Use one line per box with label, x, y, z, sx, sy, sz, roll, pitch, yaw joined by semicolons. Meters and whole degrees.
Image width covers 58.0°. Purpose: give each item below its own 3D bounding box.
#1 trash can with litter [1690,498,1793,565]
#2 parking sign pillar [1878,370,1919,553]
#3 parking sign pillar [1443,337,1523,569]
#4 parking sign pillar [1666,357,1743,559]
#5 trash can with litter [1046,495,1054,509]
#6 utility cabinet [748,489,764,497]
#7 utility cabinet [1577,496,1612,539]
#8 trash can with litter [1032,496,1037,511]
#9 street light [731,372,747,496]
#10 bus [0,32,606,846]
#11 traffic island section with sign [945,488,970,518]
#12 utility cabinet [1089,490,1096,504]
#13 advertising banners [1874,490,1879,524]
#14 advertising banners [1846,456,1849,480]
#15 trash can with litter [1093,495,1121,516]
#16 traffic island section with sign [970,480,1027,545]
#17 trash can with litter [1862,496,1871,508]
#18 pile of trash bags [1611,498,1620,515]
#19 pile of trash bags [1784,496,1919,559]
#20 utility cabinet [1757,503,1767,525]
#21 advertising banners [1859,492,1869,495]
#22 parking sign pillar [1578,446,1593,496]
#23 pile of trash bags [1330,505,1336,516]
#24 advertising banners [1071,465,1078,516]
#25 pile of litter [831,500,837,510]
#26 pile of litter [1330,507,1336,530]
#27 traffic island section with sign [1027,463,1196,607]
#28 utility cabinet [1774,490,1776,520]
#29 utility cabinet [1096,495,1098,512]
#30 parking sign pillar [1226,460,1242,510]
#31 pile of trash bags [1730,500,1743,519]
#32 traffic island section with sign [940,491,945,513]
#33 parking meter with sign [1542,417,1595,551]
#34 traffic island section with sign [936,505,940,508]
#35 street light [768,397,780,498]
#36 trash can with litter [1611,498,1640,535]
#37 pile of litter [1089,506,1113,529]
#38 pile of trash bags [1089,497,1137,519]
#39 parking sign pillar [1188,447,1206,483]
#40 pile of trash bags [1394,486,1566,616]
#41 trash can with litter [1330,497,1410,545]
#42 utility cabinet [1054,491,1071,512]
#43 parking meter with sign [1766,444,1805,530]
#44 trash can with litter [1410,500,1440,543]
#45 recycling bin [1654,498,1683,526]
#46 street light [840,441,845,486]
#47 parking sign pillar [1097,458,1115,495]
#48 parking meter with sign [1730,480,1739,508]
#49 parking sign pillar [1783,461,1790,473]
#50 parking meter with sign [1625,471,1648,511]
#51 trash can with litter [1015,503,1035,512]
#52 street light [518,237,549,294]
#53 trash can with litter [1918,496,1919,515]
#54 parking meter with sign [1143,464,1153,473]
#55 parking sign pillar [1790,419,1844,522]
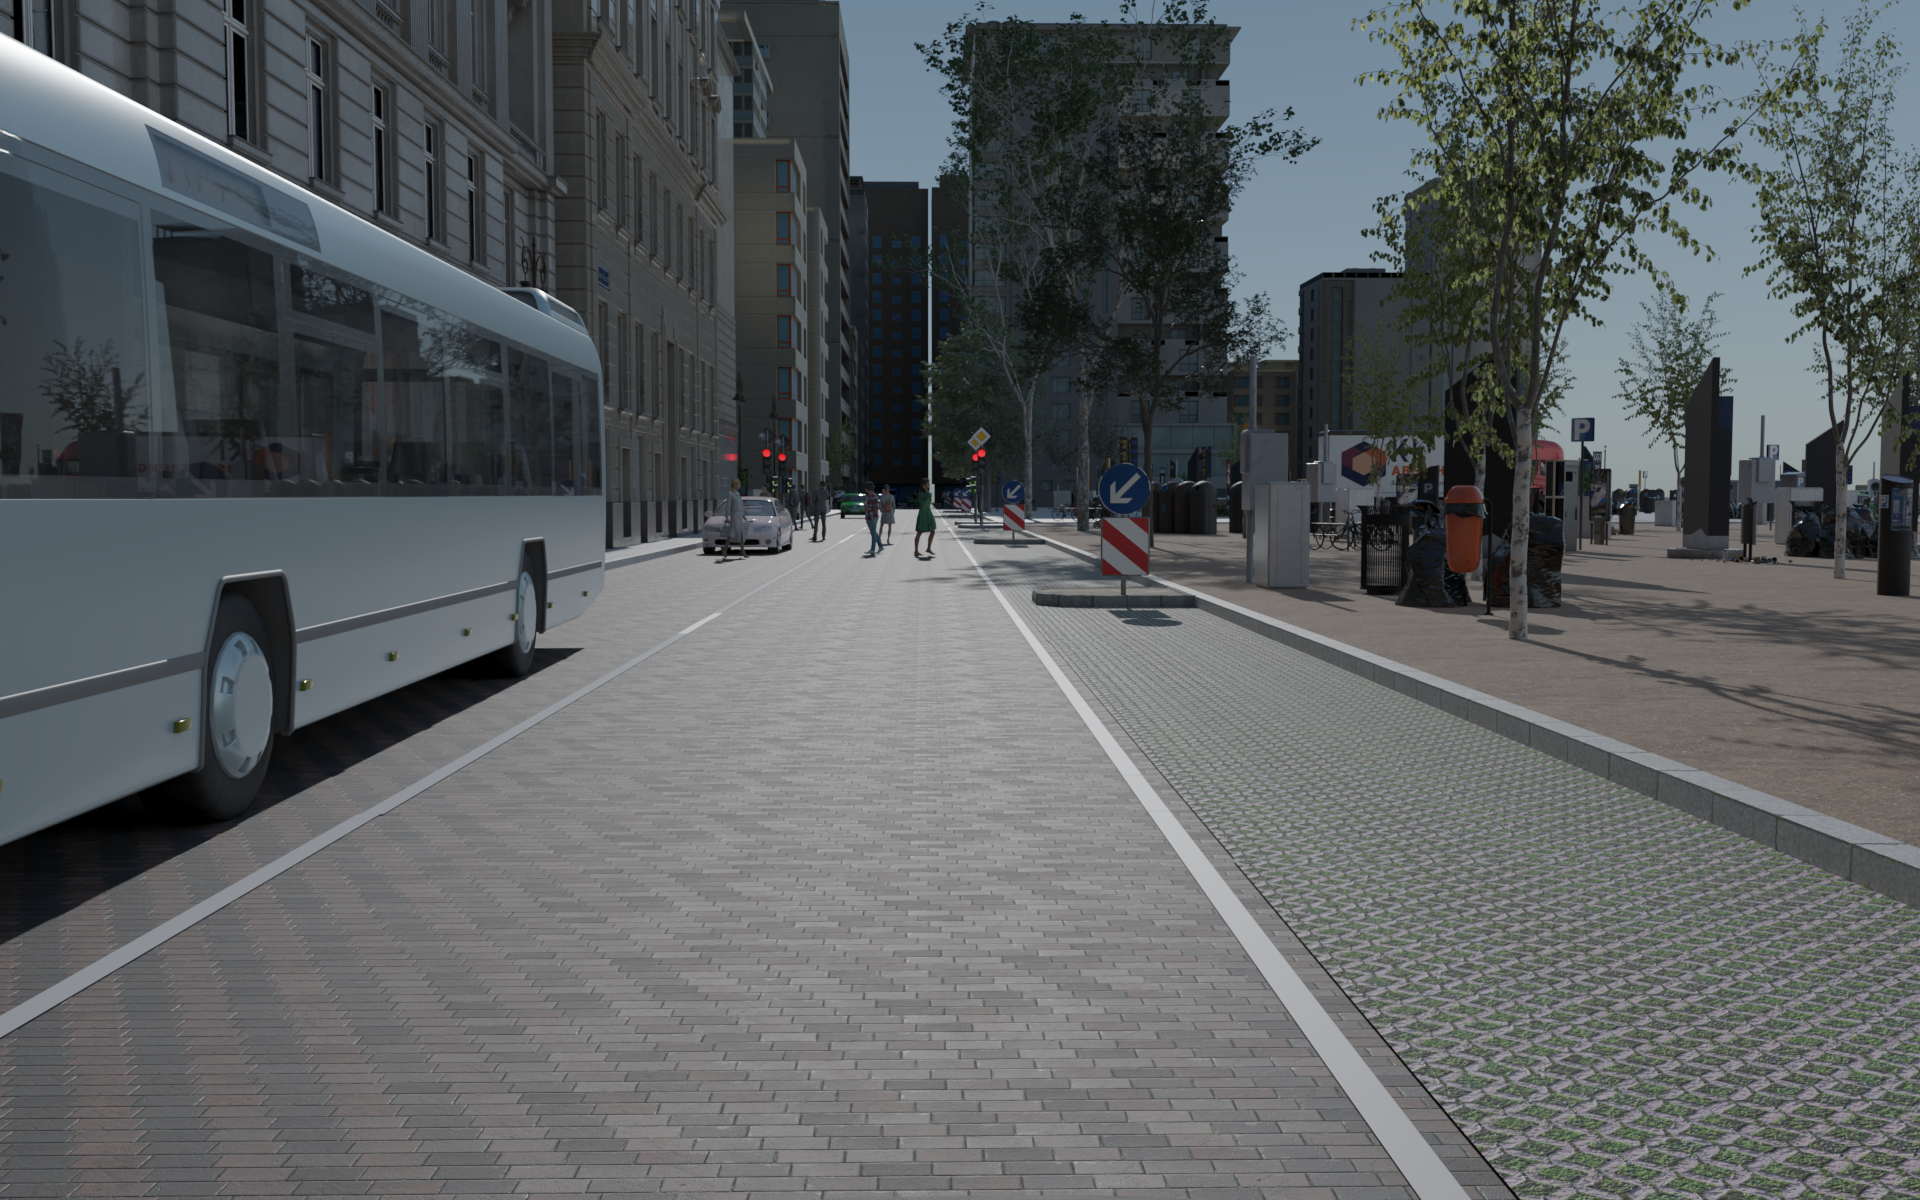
trash can with litter;14.717;-1.306;32.415;1.678;1.210;2.233;1;4;14
parking sign pillar;20.872;-3.058;38.464;1.447;3.967;1.447;1;4;11
parking sign pillar;9.140;-2.553;30.218;1.447;3.967;1.447;3;5;40
parking sign pillar;15.013;-2.833;34.785;1.447;3.967;1.447;0;4;1
trash can with litter;7.740;-8.269;146.251;1.678;1.210;2.233;2;4;28
utility cabinet;-9.477;-4.388;80.424;0.318;1.500;1.173;1;4;19
utility cabinet;18.312;-2.384;50.139;0.306;1.237;1.020;-3;5;-43
trash can with litter;5.638;-7.418;132.671;0.624;1.170;1.055;-1;4;-20
street light;-8.351;-5.684;65.721;0.468;5.910;1.993;0;4;-1
bus;-4.489;-0.945;10.318;2.948;3.499;13.247;0;4;-2
traffic island section with sign;0.247;-5.907;105.214;1.989;1.847;2.006;0;4;-1
utility cabinet;7.831;-6.010;106.947;1.173;1.500;0.318;3;4;39
advertising banners;32.538;-3.964;61.003;0.090;3.025;2.074;1;4;13
advertising banners;41.031;-5.224;81.606;0.090;3.025;2.074;-1;4;-16
trash can with litter;8.511;-5.601;102.629;2.233;1.210;1.678;0;4;7
traffic island section with sign;1.393;-2.508;49.635;1.989;1.847;2.006;0;4;-1
trash can with litter;69.018;-7.292;130.282;1.678;1.210;2.233;-1;4;-21
pile of trash bags;38.941;-5.887;106.008;3.447;1.369;1.912;-2;4;-33
pile of trash bags;18.702;-1.546;35.032;3.447;1.369;1.912;0;4;1
utility cabinet;33.459;-3.776;72.905;0.306;1.237;1.020;-2;4;-23
advertising banners;49.778;-5.971;93.812;2.074;3.025;0.090;1;4;18
parking sign pillar;34.919;-6.607;96.489;1.447;3.967;1.447;0;4;-6
pile of trash bags;19.525;-4.892;89.739;1.912;1.369;3.447;-3;4;-37
advertising banners;6.762;-6.408;100.966;0.090;3.025;2.074;1;4;12
pile of litter;-10.685;-7.952;143.984;1.176;0.858;1.719;2;4;32
pile of litter;13.143;-2.838;60.367;1.719;0.858;1.176;2;4;28
traffic island section with sign;1.961;-0.860;22.686;1.989;1.847;2.006;0;4;-1
utility cabinet;40.515;-4.731;86.038;1.173;1.500;0.318;2;4;30
utility cabinet;9.544;-6.720;121.033;1.020;1.237;0.306;-2;4;-35
parking sign pillar;20.047;-8.396;125.743;1.447;3.967;1.447;1;4;22
pile of trash bags;40.475;-4.831;88.734;1.912;1.369;3.447;-2;4;-33
traffic island section with sign;-0.315;-7.576;132.488;1.989;1.847;2.006;0;4;-1
parking meter with sign;13.569;-2.619;39.082;1.738;3.016;0.543;-3;4;-39
traffic island section with sign;-1.361;-10.651;182.779;1.989;1.847;2.006;0;4;-1
street light;-8.645;-6.597;80.646;0.468;5.910;1.993;0;4;-1
trash can with litter;20.627;-2.612;54.095;1.055;1.170;0.624;0;4;-5
pile of litter;5.462;-3.095;64.563;1.719;0.858;1.176;1;4;22
pile of trash bags;7.730;-4.904;89.927;3.447;1.369;1.912;1;4;12
parking sign pillar;13.497;-6.781;99.335;1.447;3.967;1.447;-1;4;-16
pile of trash bags;5.889;-0.611;19.742;1.912;1.369;3.447;1;4;21
trash can with litter;10.664;-2.037;44.369;1.678;1.210;2.233;2;4;29
utility cabinet;7.109;-6.841;120.525;1.173;1.500;0.318;0;4;5
parking meter with sign;28.925;-3.911;60.208;0.543;3.016;1.738;-2;4;-25
trash can with litter;9.108;-1.359;33.602;0.624;1.170;1.055;3;5;43
recycling bin;28.217;-3.459;69.111;0.722;1.027;0.722;-3;5;-44
street light;-10.035;-10.763;148.762;0.468;5.910;1.993;0;4;-1
parking sign pillar;10.701;-8.476;127.056;1.447;3.967;1.447;0;4;-7
parking meter with sign;42.200;-6.021;94.704;1.738;3.016;0.543;2;4;33
parking sign pillar;67.573;-9.322;140.893;1.447;3.967;1.447;3;4;39
parking meter with sign;50.904;-8.224;130.729;0.543;3.016;1.738;-3;5;-41
trash can with litter;4.355;-7.027;125.942;2.233;1.210;1.678;0;4;2
street light;-7.676;-3.583;31.364;0.468;5.910;1.993;0;4;-1
trash can with litter;63.315;-6.280;113.736;1.678;1.210;2.233;-1;4;-15
parking meter with sign;10.797;-6.341;99.934;0.543;3.016;1.738;0;4;2
parking sign pillar;31.164;-4.535;62.620;1.447;3.967;1.447;0;4;2
